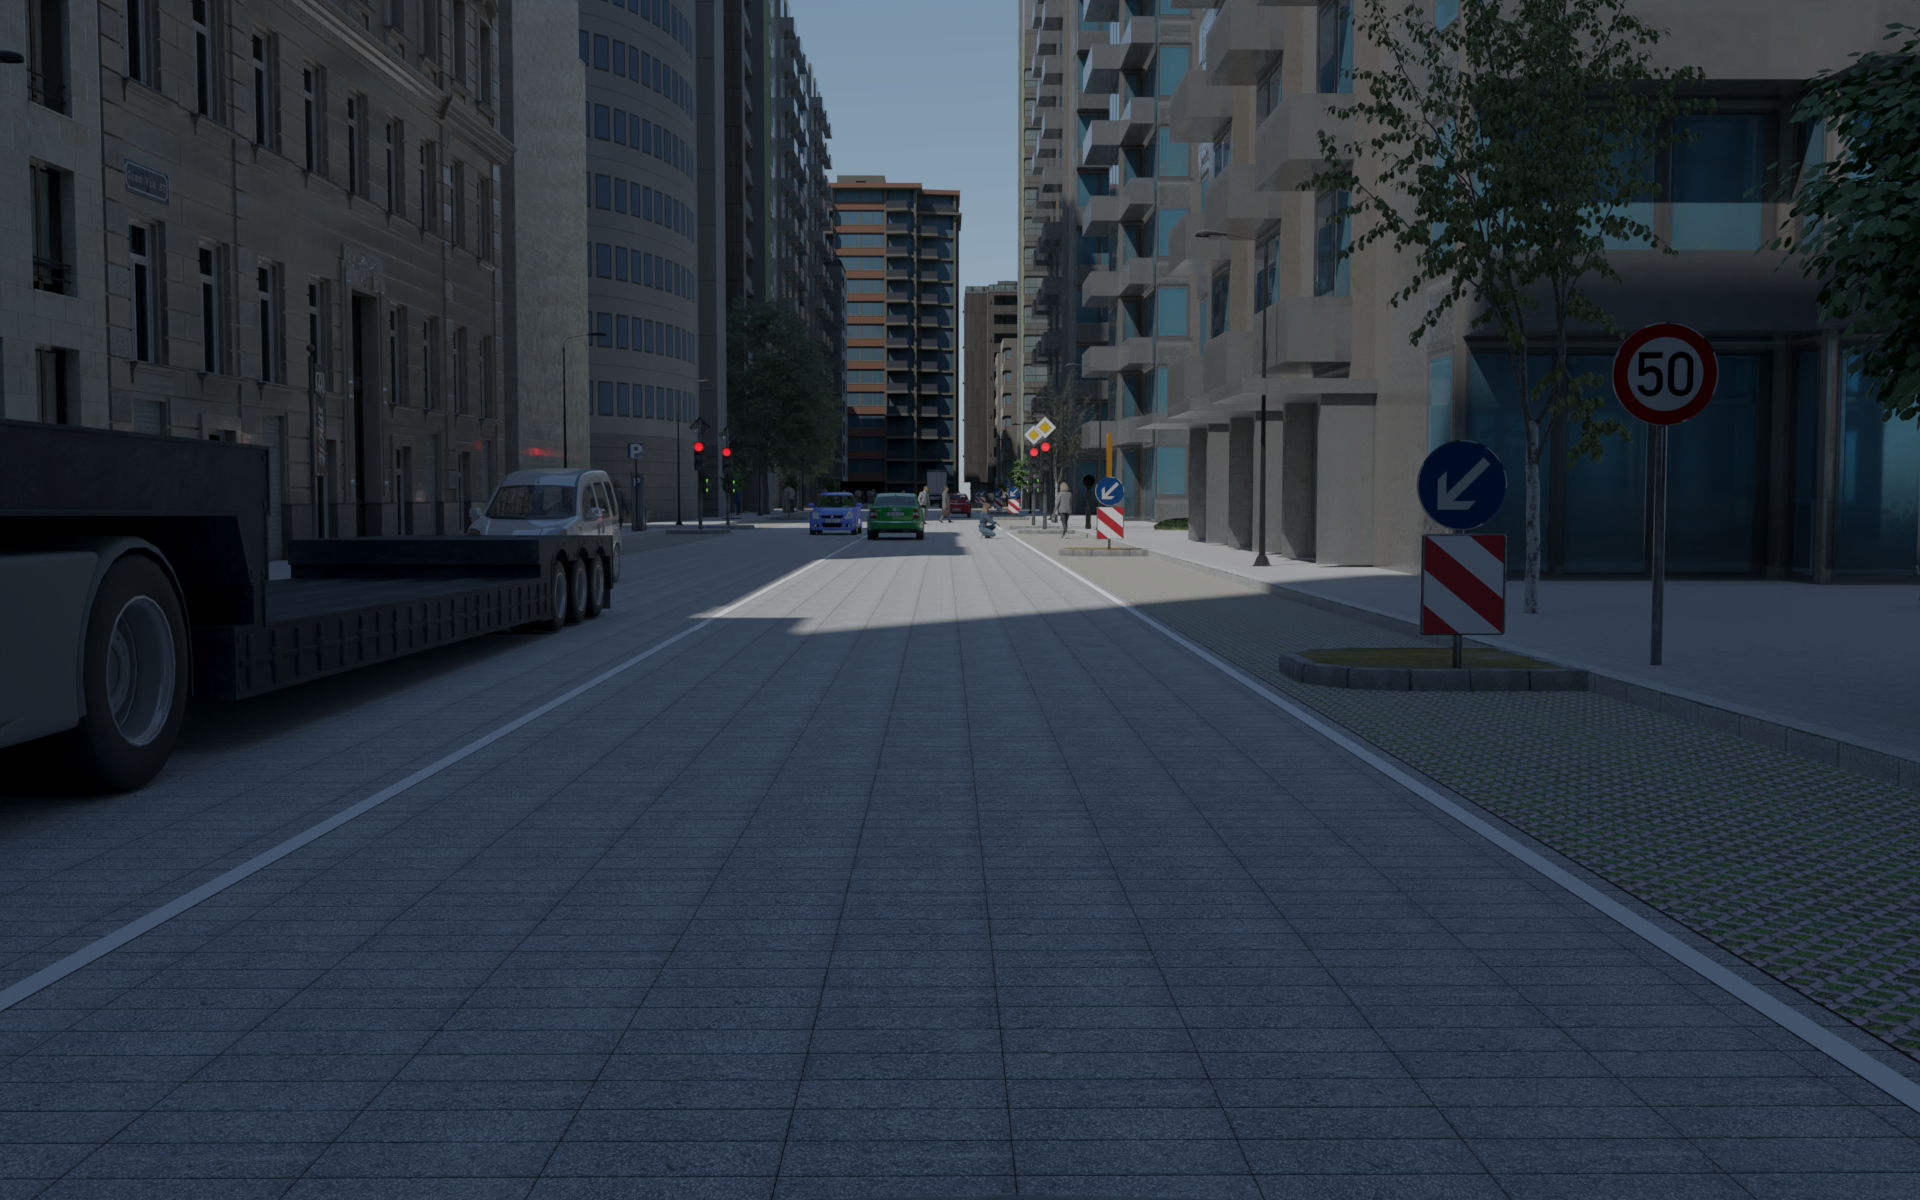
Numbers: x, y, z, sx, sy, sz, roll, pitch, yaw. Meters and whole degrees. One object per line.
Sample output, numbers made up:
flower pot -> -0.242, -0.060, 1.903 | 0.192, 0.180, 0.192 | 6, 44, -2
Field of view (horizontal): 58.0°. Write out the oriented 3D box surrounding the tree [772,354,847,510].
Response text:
tree -> -12.932, -13.561, 139.850 | 7.486, 12.596, 7.792 | 0, 3, 0

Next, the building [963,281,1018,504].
building -> 7.466, -28.505, 237.756 | 14.107, 30.474, 14.160 | 0, 4, -1

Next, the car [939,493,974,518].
car -> -0.222, -5.926, 105.928 | 2.155, 1.783, 4.494 | 0, 4, 0

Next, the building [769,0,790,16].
building -> -25.705, -33.078, 160.433 | 23.786, 49.044, 30.456 | 0, 4, -1

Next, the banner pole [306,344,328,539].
banner pole -> -10.852, -2.402, 29.284 | 0.401, 3.779, 0.863 | 0, 4, 2

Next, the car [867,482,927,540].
car -> -2.028, -2.855, 55.468 | 1.959, 1.807, 4.718 | 0, 4, -1

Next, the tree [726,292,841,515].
tree -> -12.322, -12.314, 107.981 | 9.857, 13.997, 8.962 | 0, 3, 0

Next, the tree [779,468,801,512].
tree -> -12.527, -8.125, 127.449 | 1.663, 3.219, 1.824 | 0, 3, 0

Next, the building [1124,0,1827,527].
building -> 21.301, -28.461, 84.949 | 30.456, 49.044, 23.786 | 0, 4, -1

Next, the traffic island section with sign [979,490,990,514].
traffic island section with sign -> 2.570, -6.964, 122.488 | 1.989, 1.847, 2.006 | 0, 4, -1

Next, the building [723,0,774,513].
building -> -20.673, -26.663, 119.529 | 14.154, 41.232, 14.086 | 0, 4, -1

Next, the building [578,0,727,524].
building -> -23.747, -33.140, 83.842 | 21.231, 58.520, 28.212 | 0, 4, -1

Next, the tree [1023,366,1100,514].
tree -> 5.855, -9.186, 100.555 | 4.360, 8.622, 3.978 | 0, 3, 0

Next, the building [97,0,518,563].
building -> -18.569, -14.668, 37.087 | 12.463, 27.353, 25.104 | 0, 4, -1

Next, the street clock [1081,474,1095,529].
street clock -> 4.687, -3.590, 63.270 | 0.471, 2.002, 0.358 | -1, 4, -9

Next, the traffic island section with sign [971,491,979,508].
traffic island section with sign -> 2.119, -10.067, 173.224 | 1.989, 1.847, 2.006 | 0, 4, -1

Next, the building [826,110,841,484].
building -> -25.625, -34.939, 190.862 | 23.786, 49.044, 30.456 | 0, 4, -1

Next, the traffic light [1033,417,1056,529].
traffic light -> 3.064, -4.521, 62.837 | 0.839, 4.253, 0.868 | 0, 4, -1

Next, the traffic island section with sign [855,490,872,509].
traffic island section with sign -> -10.106, -10.032, 172.648 | 1.989, 1.847, 2.006 | 0, 4, -1

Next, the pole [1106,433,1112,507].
pole -> 4.979, -3.913, 57.814 | 0.158, 3.312, 0.155 | 0, 3, 0

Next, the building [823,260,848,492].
building -> -21.039, -27.052, 213.998 | 14.107, 30.474, 14.160 | 0, 4, -1

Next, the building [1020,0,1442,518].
building -> 16.398, -30.491, 118.130 | 23.786, 49.044, 30.456 | 0, 4, -1

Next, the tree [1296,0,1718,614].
tree -> 5.945, -4.153, 18.256 | 4.737, 8.622, 4.395 | 0, 3, 0

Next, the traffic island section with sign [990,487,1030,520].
traffic island section with sign -> 2.822, -5.315, 95.534 | 1.989, 1.847, 2.006 | 0, 4, -1

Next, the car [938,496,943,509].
car -> -1.154, -9.818, 170.309 | 2.009, 1.686, 4.222 | 0, 4, 1

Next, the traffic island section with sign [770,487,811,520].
traffic island section with sign -> -9.414, -5.329, 95.756 | 1.989, 1.847, 2.006 | 0, 4, -1

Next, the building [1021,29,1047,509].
building -> 12.493, -28.933, 156.642 | 14.154, 41.232, 14.086 | 0, 4, -1

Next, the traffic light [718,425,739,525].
traffic light -> -9.468, -5.001, 70.694 | 0.839, 4.253, 0.868 | 0, 4, -1

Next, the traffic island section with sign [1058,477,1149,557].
traffic island section with sign -> 3.315, -1.943, 40.394 | 1.989, 1.847, 2.006 | 0, 4, -1

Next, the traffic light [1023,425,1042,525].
traffic light -> 2.992, -5.009, 70.822 | 0.839, 4.253, 0.868 | 0, 4, -1

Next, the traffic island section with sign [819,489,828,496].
traffic island section with sign -> -9.651, -7.000, 123.082 | 1.989, 1.847, 2.006 | 0, 4, -1

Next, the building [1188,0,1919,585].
building -> 16.687, -25.531, 37.045 | 23.786, 49.044, 30.456 | 0, 4, -1

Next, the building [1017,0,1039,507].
building -> 16.410, -38.854, 177.260 | 21.231, 58.520, 28.212 | 0, 4, -1

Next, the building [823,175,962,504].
building -> -14.243, -35.841, 240.626 | 28.867, 44.769, 22.147 | 0, 4, -1

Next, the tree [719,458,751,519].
tree -> -11.701, -5.740, 88.455 | 1.663, 3.219, 1.824 | 0, 3, 0

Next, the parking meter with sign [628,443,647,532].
parking meter with sign -> -11.143, -3.901, 60.042 | 0.543, 3.016, 1.738 | 0, 4, -5

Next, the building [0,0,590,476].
building -> -21.649, -12.337, 56.464 | 16.860, 20.320, 10.420 | 0, 4, -1

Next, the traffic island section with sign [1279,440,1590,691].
traffic island section with sign -> 3.557, -0.294, 13.440 | 1.989, 1.847, 2.006 | 0, 4, -1

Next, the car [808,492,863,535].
car -> -4.419, -3.198, 61.872 | 1.945, 1.707, 3.694 | 0, 4, 1

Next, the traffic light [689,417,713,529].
traffic light -> -9.396, -4.513, 62.710 | 0.839, 4.253, 0.868 | 0, 4, -1

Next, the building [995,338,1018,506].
building -> 18.477, -22.133, 206.911 | 27.650, 21.520, 28.899 | 0, 4, -1

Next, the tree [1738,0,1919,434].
tree -> 5.905, -1.559, 9.205 | 4.285, 4.588, 4.351 | 0, 3, 0
